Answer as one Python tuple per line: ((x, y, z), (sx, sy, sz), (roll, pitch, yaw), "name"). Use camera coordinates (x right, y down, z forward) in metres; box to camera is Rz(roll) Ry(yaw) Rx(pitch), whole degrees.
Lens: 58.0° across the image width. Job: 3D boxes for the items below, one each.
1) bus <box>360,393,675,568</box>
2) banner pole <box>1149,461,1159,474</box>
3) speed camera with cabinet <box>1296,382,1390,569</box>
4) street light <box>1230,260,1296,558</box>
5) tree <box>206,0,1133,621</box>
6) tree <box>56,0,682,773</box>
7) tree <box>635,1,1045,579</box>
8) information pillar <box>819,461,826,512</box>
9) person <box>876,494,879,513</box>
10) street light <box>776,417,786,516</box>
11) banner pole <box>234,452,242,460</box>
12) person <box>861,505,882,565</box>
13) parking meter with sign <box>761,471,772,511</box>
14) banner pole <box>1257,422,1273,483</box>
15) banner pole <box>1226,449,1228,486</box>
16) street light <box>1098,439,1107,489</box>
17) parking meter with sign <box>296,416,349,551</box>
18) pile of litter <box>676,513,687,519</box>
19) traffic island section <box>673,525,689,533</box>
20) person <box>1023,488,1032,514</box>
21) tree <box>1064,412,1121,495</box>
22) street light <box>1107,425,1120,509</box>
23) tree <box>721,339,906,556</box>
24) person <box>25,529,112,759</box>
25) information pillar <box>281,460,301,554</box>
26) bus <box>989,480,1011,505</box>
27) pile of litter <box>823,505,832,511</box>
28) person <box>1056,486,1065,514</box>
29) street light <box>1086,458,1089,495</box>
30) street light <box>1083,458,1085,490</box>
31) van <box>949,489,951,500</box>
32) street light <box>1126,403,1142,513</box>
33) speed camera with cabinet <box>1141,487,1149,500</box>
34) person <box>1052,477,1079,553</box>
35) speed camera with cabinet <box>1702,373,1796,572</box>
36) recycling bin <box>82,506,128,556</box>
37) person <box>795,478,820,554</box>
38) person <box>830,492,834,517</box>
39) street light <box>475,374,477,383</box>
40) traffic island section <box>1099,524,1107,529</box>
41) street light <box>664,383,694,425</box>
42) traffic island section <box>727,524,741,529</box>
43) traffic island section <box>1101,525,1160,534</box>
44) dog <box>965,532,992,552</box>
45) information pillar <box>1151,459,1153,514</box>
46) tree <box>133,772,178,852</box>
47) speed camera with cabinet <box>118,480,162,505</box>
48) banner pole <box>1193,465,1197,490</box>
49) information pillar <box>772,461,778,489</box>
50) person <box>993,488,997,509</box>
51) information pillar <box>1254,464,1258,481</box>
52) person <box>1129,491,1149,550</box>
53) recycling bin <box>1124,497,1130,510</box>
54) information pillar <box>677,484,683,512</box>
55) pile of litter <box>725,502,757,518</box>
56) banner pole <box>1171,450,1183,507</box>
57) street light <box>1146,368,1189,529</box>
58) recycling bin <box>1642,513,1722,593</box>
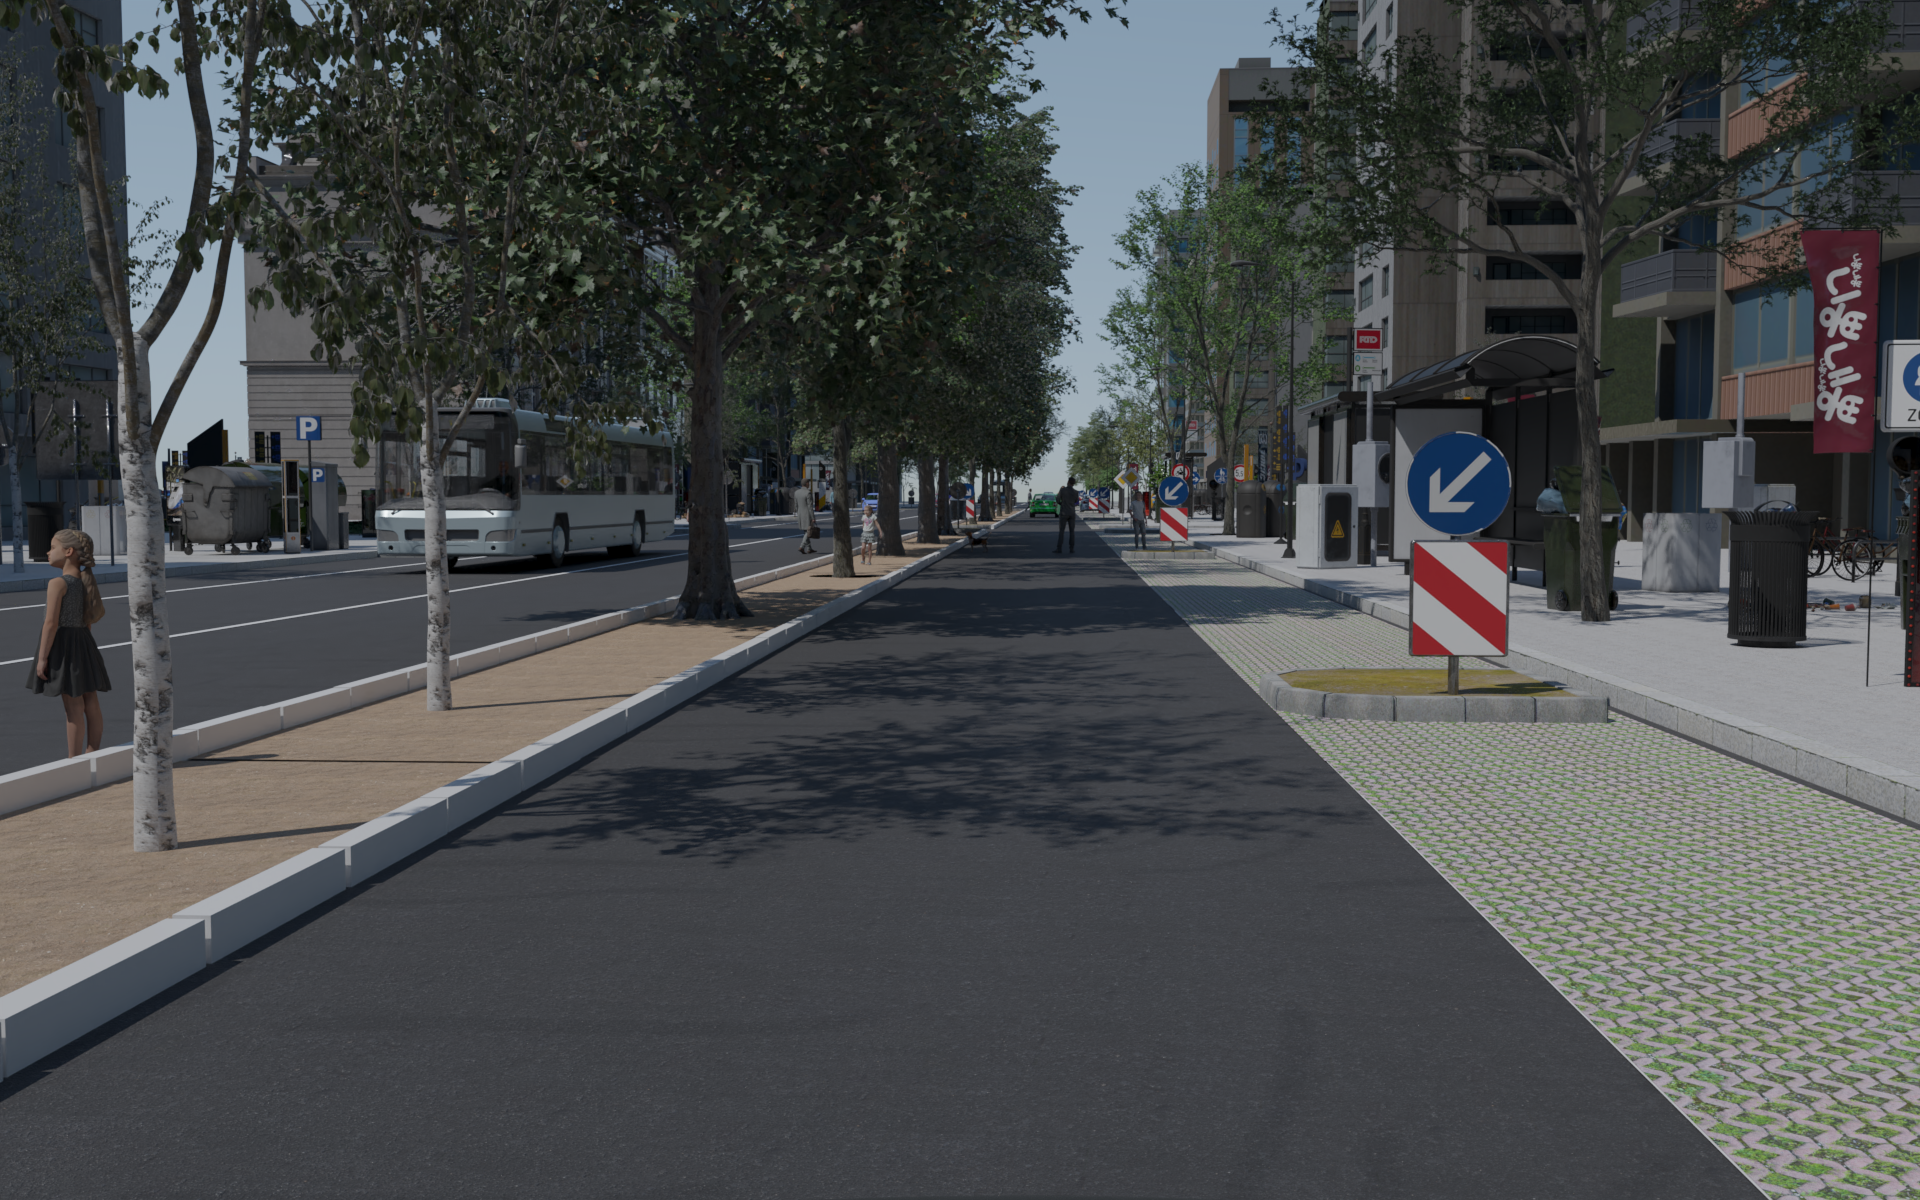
((-8.786, -2.538, 36.350), (2.948, 3.499, 13.247), (0, 4, 4), "bus")
((13.535, -7.971, 120.337), (0.863, 3.779, 0.401), (0, 4, 3), "banner pole")
((6.775, -2.188, 30.114), (2.038, 3.252, 0.660), (-2, 4, -34), "speed camera with cabinet")
((6.069, -3.795, 34.581), (1.470, 5.913, 1.316), (0, 4, 3), "street light")
((-2.904, -6.121, 19.537), (9.611, 12.733, 9.660), (0, 3, 0), "tree")
((-3.430, -3.554, 10.925), (4.360, 8.622, 3.978), (0, 3, 0), "tree")
((-2.094, -6.188, 29.391), (9.928, 11.665, 9.643), (0, 3, 0), "tree")
((-9.627, -7.929, 120.996), (0.504, 3.616, 0.183), (0, 4, 5), "information pillar")
((-6.056, -7.482, 131.007), (0.537, 1.800, 0.526), (2, 4, 33), "person")
((-10.195, -7.942, 102.393), (1.470, 5.913, 1.316), (0, 4, 3), "street light")
((-42.670, -6.876, 102.446), (0.863, 3.779, 0.401), (2, 4, 33), "banner pole")
((-1.780, -1.300, 34.771), (0.505, 1.210, 0.382), (1, 4, 17), "person")
((-14.488, -8.145, 129.431), (1.738, 3.016, 0.543), (3, 4, 36), "parking meter with sign")
((10.600, -4.280, 59.994), (0.863, 3.779, 0.401), (-2, 4, -34), "banner pole")
((14.934, -6.507, 96.400), (0.401, 3.779, 0.863), (2, 4, 29), "banner pole")
((12.358, -10.648, 146.631), (1.470, 5.913, 1.316), (0, 4, 3), "street light")
((-14.492, -2.646, 39.520), (0.543, 3.016, 1.738), (0, 4, 2), "parking meter with sign")
((-14.036, -4.676, 90.420), (1.719, 0.858, 1.176), (0, 4, -4), "pile of litter")
((-10.789, -2.599, 64.776), (2.009, 0.180, 2.903), (0, 4, 3), "traffic island section")
((4.984, -7.188, 125.872), (0.795, 1.843, 0.661), (0, 4, 7), "person")
((19.062, -19.589, 238.411), (7.486, 12.596, 7.792), (0, 3, 0), "tree")
((10.835, -8.833, 116.954), (1.470, 5.913, 1.316), (0, 4, 3), "street light")
((-1.614, -7.984, 39.657), (9.857, 13.997, 8.962), (0, 3, 0), "tree")
((-4.533, 0.268, 8.781), (0.373, 1.253, 0.362), (1, 4, 10), "person")
((-14.360, -2.000, 37.185), (0.304, 2.012, 0.304), (-2, 4, -32), "information pillar")
((5.149, -13.553, 216.451), (2.948, 3.499, 13.247), (0, 4, 2), "bus")
((-10.629, -7.312, 133.521), (1.719, 0.858, 1.176), (0, 4, 0), "pile of litter")
((4.439, -4.023, 74.524), (0.600, 1.795, 0.529), (1, 4, 9), "person")
((15.018, -13.477, 192.883), (1.470, 5.913, 1.316), (0, 4, 3), "street light")
((16.583, -15.280, 222.366), (1.470, 5.913, 1.316), (0, 4, 3), "street light")
((-0.616, -11.497, 192.358), (2.240, 2.365, 5.245), (0, 4, 4), "van")
((9.125, -7.057, 87.923), (1.470, 5.913, 1.316), (0, 4, 3), "street light")
((15.222, -8.955, 140.749), (0.660, 3.252, 2.038), (-3, 4, -38), "speed camera with cabinet")
((2.589, -2.089, 42.462), (0.655, 1.846, 0.447), (-1, 4, -14), "person")
((13.188, -2.115, 28.920), (2.038, 3.252, 0.660), (-3, 4, -37), "speed camera with cabinet")
((-17.891, -1.450, 36.266), (0.722, 1.027, 0.722), (-1, 4, -10), "recycling bin")
((-3.650, -2.011, 41.481), (0.694, 1.812, 0.767), (3, 5, 45), "person")
((-7.837, -6.141, 108.769), (0.638, 1.841, 0.748), (0, 4, 2), "person")
((-13.108, -4.668, 48.860), (1.470, 5.913, 1.316), (0, 4, 3), "street light")
((6.770, -3.028, 71.793), (2.009, 0.180, 2.903), (0, 4, 3), "traffic island section")
((-11.807, -6.119, 72.586), (1.470, 5.913, 1.316), (0, 4, 3), "street light")
((-10.344, -3.087, 72.748), (2.009, 0.180, 2.903), (0, 4, 3), "traffic island section")
((6.325, -2.541, 63.820), (2.009, 0.180, 2.903), (0, 4, 3), "traffic island section")
((0.446, -1.428, 42.631), (0.540, 0.507, 0.406), (-2, 4, -32), "dog")
((12.640, -7.513, 114.193), (0.183, 3.616, 0.504), (-1, 4, -9), "information pillar")
((-3.227, -3.280, 6.455), (4.360, 8.622, 3.978), (0, 3, 0), "tree")
((-28.566, -4.035, 60.311), (2.038, 3.252, 0.660), (3, 5, 39), "speed camera with cabinet")
((17.742, -8.658, 131.567), (0.401, 3.779, 0.863), (-2, 4, -33), "banner pole")
((-13.095, -8.040, 122.815), (0.504, 3.616, 0.183), (0, 4, 2), "information pillar")
((1.991, -6.078, 107.715), (0.661, 1.843, 0.795), (0, 4, -8), "person")
((23.029, -8.748, 134.389), (0.504, 3.616, 0.183), (-1, 4, -12), "information pillar")
((4.464, -1.946, 42.905), (0.523, 1.515, 0.503), (3, 5, 40), "person")
((13.067, -7.624, 137.205), (0.722, 1.027, 0.722), (1, 4, 21), "recycling bin")
((-19.579, -7.130, 121.063), (0.304, 2.012, 0.304), (-2, 4, -35), "information pillar")
((-11.906, -4.893, 93.957), (1.719, 0.858, 1.176), (1, 4, 16), "pile of litter")
((10.716, -5.854, 85.732), (0.863, 3.779, 0.401), (2, 4, 24), "banner pole")
((7.695, -5.570, 63.617), (1.470, 5.913, 1.316), (0, 4, 3), "street light")
((9.524, -0.631, 22.872), (0.722, 1.027, 0.722), (-1, 4, -12), "recycling bin")
